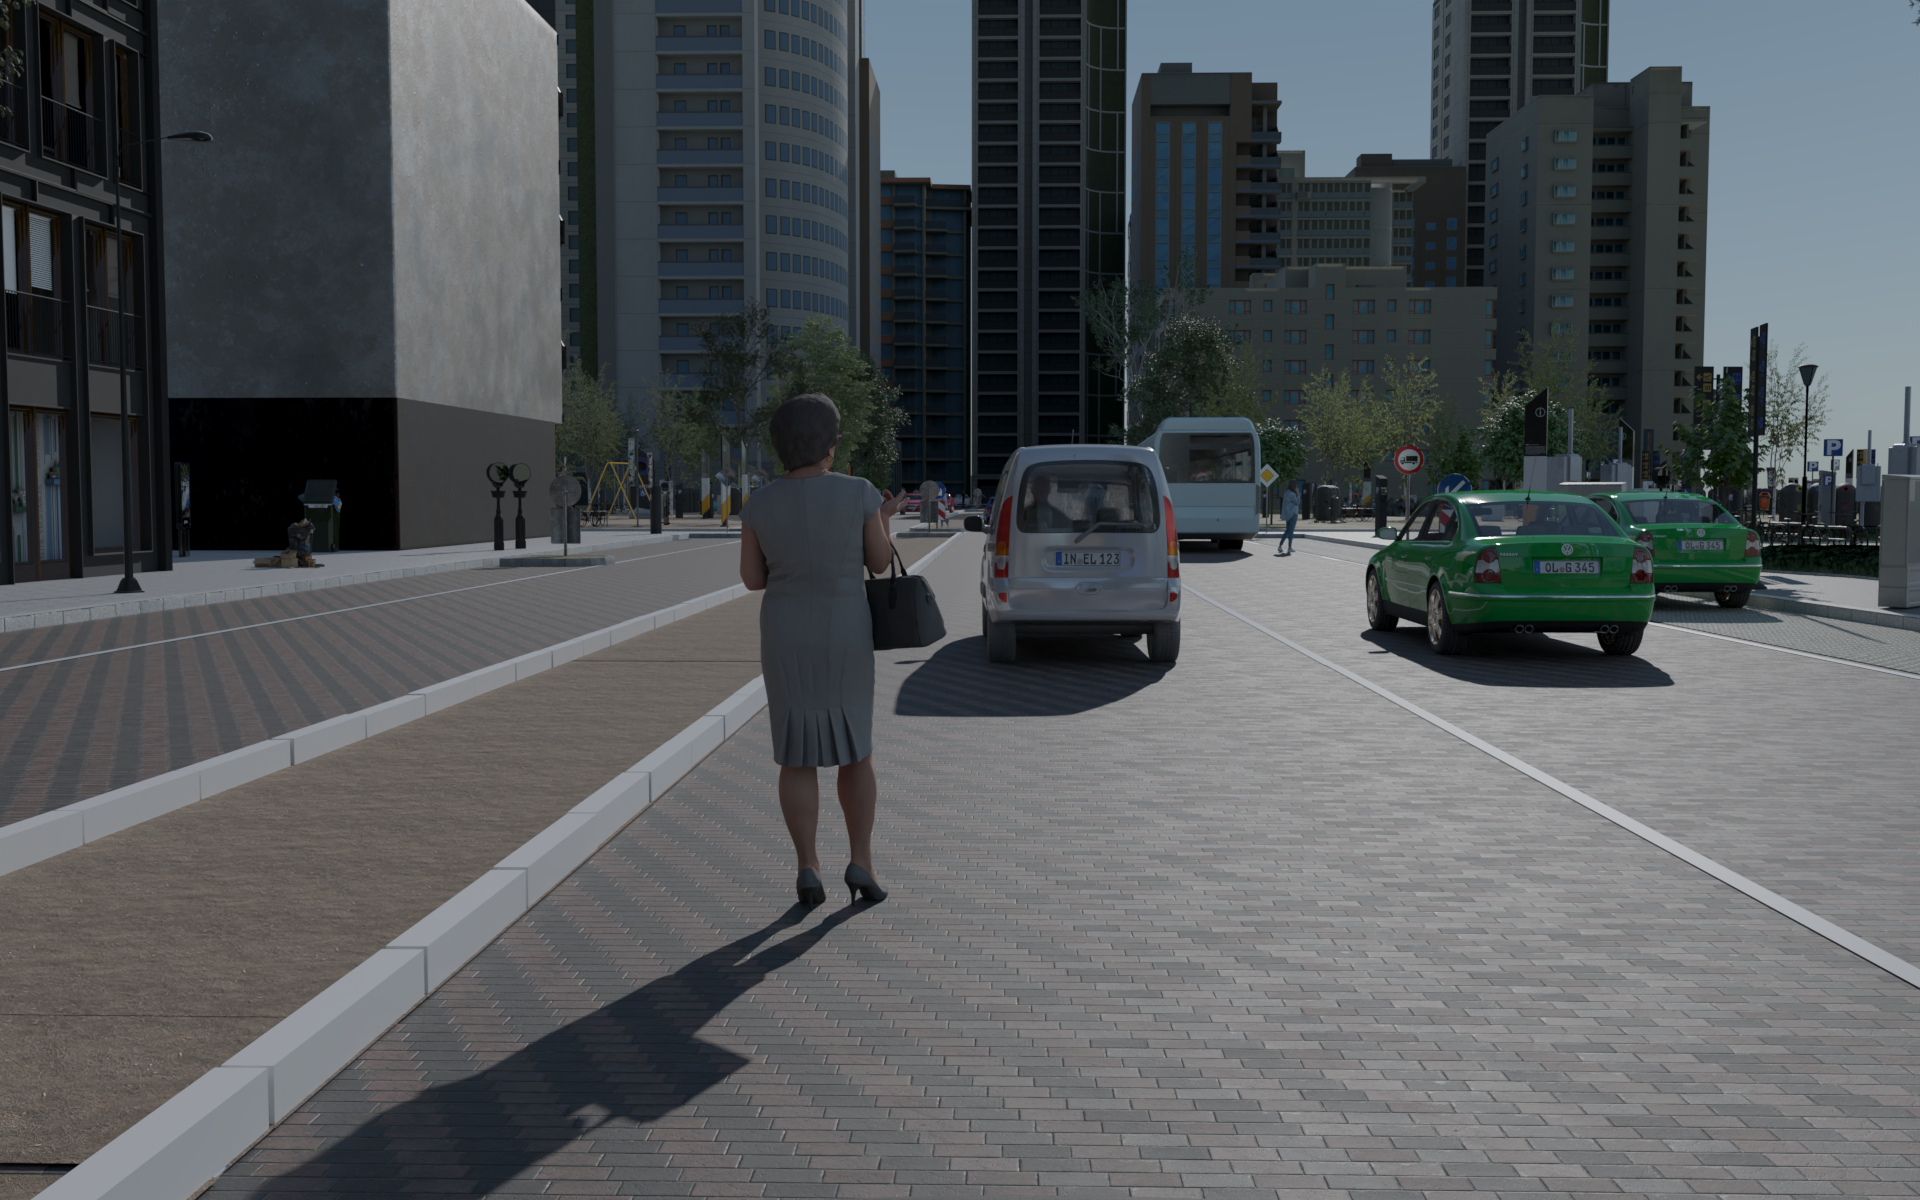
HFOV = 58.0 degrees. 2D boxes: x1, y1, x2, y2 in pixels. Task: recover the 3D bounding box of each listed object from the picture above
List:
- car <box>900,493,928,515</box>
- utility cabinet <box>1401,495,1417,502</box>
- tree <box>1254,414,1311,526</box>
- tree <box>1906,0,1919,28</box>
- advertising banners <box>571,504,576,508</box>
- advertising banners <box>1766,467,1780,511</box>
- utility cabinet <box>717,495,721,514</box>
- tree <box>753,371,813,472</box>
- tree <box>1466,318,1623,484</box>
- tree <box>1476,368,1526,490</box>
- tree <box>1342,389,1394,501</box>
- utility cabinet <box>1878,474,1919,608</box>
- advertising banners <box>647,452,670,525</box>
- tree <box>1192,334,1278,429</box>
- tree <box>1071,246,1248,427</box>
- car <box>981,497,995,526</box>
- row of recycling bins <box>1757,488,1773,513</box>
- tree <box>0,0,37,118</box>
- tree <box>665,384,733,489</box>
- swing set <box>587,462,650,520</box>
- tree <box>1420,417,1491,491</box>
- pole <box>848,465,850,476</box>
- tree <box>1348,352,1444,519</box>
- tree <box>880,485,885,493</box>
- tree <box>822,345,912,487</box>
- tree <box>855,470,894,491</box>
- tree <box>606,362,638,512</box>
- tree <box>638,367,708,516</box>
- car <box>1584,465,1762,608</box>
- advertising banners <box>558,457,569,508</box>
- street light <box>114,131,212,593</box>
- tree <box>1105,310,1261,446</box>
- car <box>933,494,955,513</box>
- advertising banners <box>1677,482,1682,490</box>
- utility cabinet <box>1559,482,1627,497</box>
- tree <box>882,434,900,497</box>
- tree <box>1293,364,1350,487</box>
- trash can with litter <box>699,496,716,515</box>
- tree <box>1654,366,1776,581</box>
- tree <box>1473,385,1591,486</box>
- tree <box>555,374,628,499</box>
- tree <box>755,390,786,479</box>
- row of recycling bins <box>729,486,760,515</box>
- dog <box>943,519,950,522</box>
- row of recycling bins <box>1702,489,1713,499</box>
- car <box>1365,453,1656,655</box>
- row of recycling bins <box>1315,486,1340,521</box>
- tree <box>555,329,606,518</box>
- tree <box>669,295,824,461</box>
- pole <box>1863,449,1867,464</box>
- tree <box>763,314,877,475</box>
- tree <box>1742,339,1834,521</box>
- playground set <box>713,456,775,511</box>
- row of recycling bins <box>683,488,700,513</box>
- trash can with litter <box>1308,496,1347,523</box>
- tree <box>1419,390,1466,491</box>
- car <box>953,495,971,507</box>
[{"bbox_3d":[-3.238,-6.841,120.887,2.155,1.783,4.494,0,4,1],"label":"car"},{"bbox_3d":[30.884,-6.606,119.165,1.020,1.237,0.306,0,4,3],"label":"utility cabinet"},{"bbox_3d":[12.752,-5.349,71.175,4.285,4.588,4.351,0,3,0],"label":"tree"},{"bbox_3d":[11.924,-6.354,14.265,12.009,13.543,11.850,0,3,0],"label":"tree"},{"bbox_3d":[-30.681,-8.497,135.107,2.074,3.025,0.090,3,4,37],"label":"advertising banners"},{"bbox_3d":[53.366,-7.103,112.323,2.074,3.025,0.090,2,4,31],"label":"advertising banners"},{"bbox_3d":[-14.773,-5.988,109.073,1.020,1.237,0.306,1,4,15],"label":"utility cabinet"},{"bbox_3d":[-9.661,-9.066,98.599,4.360,8.622,3.978,0,3,0],"label":"tree"},{"bbox_3d":[24.852,-7.506,73.082,4.737,8.622,4.395,0,3,0],"label":"tree"},{"bbox_3d":[31.785,-9.183,100.498,4.360,8.622,3.978,0,3,0],"label":"tree"},{"bbox_3d":[28.582,-10.521,122.381,4.737,8.622,4.395,0,3,0],"label":"tree"},{"bbox_3d":[10.824,-0.672,19.673,1.173,1.500,0.318,-3,5,-44],"label":"utility cabinet"},{"bbox_3d":[-12.554,-4.639,72.043,0.090,3.025,2.074,-2,4,-35],"label":"advertising banners"},{"bbox_3d":[12.826,-7.966,80.604,4.737,8.622,4.395,0,3,0],"label":"tree"},{"bbox_3d":[15.146,-16.919,132.509,12.611,20.169,13.585,0,3,0],"label":"tree"},{"bbox_3d":[1.880,-3.872,75.893,1.945,1.354,3.894,0,4,1],"label":"car"},{"bbox_3d":[55.787,-6.924,120.316,1.069,1.692,3.534,0,4,-2],"label":"row of recycling bins"},{"bbox_3d":[-11.138,-4.001,15.775,4.360,8.622,3.978,0,3,0],"label":"tree"},{"bbox_3d":[-16.866,-10.027,114.299,4.737,8.622,4.395,0,3,0],"label":"tree"},{"bbox_3d":[-16.925,-5.419,86.222,2.862,2.851,3.119,1,4,12],"label":"swing set"},{"bbox_3d":[12.669,-3.003,43.704,1.663,3.219,1.824,0,3,0],"label":"tree"},{"bbox_3d":[-7.843,-7.859,122.343,0.158,3.312,0.155,0,3,0],"label":"pole"},{"bbox_3d":[22.793,-8.479,88.987,4.360,8.622,3.978,0,3,0],"label":"tree"},{"bbox_3d":[-7.088,-9.492,149.800,1.663,3.219,1.824,0,3,0],"label":"tree"},{"bbox_3d":[-8.309,-13.248,133.619,9.611,12.733,9.660,0,3,0],"label":"tree"},{"bbox_3d":[-7.358,-9.877,145.199,4.285,4.588,4.351,0,3,0],"label":"tree"},{"bbox_3d":[-19.511,-8.594,90.878,4.360,8.622,3.978,0,3,0],"label":"tree"},{"bbox_3d":[-16.645,-9.161,100.146,4.360,8.622,3.978,0,3,0],"label":"tree"},{"bbox_3d":[8.951,-0.872,23.050,1.959,1.807,4.718,0,4,1],"label":"car"},{"bbox_3d":[-18.748,-5.233,81.746,0.090,3.025,2.074,-1,4,-22],"label":"advertising banners"},{"bbox_3d":[-10.272,-3.046,22.342,1.470,5.913,1.316,0,4,2],"label":"street light"},{"bbox_3d":[14.313,-11.683,108.023,9.611,12.733,9.660,0,3,0],"label":"tree"},{"bbox_3d":[-1.414,-7.526,132.090,2.155,1.783,4.494,0,4,2],"label":"car"},{"bbox_3d":[44.606,-6.715,105.975,2.074,3.025,0.090,-1,4,-21],"label":"advertising banners"},{"bbox_3d":[11.965,-1.476,32.814,1.173,1.500,0.318,3,4,39],"label":"utility cabinet"},{"bbox_3d":[-7.228,-12.885,161.032,4.360,8.622,3.978,0,3,0],"label":"tree"},{"bbox_3d":[21.094,-9.084,98.887,4.360,8.622,3.978,0,3,0],"label":"tree"},{"bbox_3d":[-15.190,-5.680,104.249,1.055,1.170,0.624,0,4,7],"label":"trash can with litter"},{"bbox_3d":[11.474,-1.906,25.769,1.663,3.219,1.824,0,3,0],"label":"tree"},{"bbox_3d":[17.262,-4.194,52.292,4.285,4.588,4.351,0,3,0],"label":"tree"},{"bbox_3d":[-22.143,-9.507,105.795,4.737,8.622,4.395,0,3,0],"label":"tree"},{"bbox_3d":[-12.465,-10.485,121.791,4.737,8.622,4.395,0,3,0],"label":"tree"},{"bbox_3d":[-13.074,-6.085,106.602,1.069,1.692,3.534,2,4,33],"label":"row of recycling bins"},{"bbox_3d":[-0.659,-4.155,88.135,0.748,0.427,0.550,-1,4,-18],"label":"dog"},{"bbox_3d":[58.290,-7.838,135.264,3.534,1.692,1.069,1,4,23],"label":"row of recycling bins"},{"bbox_3d":[5.166,-0.489,16.794,1.959,1.807,4.718,0,4,2],"label":"car"},{"bbox_3d":[18.165,-4.786,85.356,1.069,1.692,3.534,1,4,19],"label":"row of recycling bins"},{"bbox_3d":[-17.249,-7.461,72.355,4.360,8.622,3.978,0,3,0],"label":"tree"},{"bbox_3d":[-9.796,-8.939,80.573,8.767,10.594,7.601,2,4,34],"label":"tree"},{"bbox_3d":[40.908,-5.165,78.291,0.158,3.312,0.155,0,3,0],"label":"pole"},{"bbox_3d":[-8.671,-11.711,109.598,7.486,12.596,7.792,0,3,0],"label":"tree"},{"bbox_3d":[39.366,-8.110,82.966,4.360,8.622,3.978,0,3,0],"label":"tree"},{"bbox_3d":[-16.970,-8.828,131.118,5.637,4.214,5.302,0,4,1],"label":"playground set"},{"bbox_3d":[-18.809,-6.919,120.231,1.069,1.692,3.534,0,4,7],"label":"row of recycling bins"},{"bbox_3d":[16.216,-4.005,76.539,2.233,1.210,1.678,-2,4,-24],"label":"trash can with litter"},{"bbox_3d":[34.454,-10.587,123.456,4.737,8.622,4.395,0,3,0],"label":"tree"},{"bbox_3d":[0.196,-10.958,191.525,2.083,1.381,4.827,0,4,1],"label":"car"}]
